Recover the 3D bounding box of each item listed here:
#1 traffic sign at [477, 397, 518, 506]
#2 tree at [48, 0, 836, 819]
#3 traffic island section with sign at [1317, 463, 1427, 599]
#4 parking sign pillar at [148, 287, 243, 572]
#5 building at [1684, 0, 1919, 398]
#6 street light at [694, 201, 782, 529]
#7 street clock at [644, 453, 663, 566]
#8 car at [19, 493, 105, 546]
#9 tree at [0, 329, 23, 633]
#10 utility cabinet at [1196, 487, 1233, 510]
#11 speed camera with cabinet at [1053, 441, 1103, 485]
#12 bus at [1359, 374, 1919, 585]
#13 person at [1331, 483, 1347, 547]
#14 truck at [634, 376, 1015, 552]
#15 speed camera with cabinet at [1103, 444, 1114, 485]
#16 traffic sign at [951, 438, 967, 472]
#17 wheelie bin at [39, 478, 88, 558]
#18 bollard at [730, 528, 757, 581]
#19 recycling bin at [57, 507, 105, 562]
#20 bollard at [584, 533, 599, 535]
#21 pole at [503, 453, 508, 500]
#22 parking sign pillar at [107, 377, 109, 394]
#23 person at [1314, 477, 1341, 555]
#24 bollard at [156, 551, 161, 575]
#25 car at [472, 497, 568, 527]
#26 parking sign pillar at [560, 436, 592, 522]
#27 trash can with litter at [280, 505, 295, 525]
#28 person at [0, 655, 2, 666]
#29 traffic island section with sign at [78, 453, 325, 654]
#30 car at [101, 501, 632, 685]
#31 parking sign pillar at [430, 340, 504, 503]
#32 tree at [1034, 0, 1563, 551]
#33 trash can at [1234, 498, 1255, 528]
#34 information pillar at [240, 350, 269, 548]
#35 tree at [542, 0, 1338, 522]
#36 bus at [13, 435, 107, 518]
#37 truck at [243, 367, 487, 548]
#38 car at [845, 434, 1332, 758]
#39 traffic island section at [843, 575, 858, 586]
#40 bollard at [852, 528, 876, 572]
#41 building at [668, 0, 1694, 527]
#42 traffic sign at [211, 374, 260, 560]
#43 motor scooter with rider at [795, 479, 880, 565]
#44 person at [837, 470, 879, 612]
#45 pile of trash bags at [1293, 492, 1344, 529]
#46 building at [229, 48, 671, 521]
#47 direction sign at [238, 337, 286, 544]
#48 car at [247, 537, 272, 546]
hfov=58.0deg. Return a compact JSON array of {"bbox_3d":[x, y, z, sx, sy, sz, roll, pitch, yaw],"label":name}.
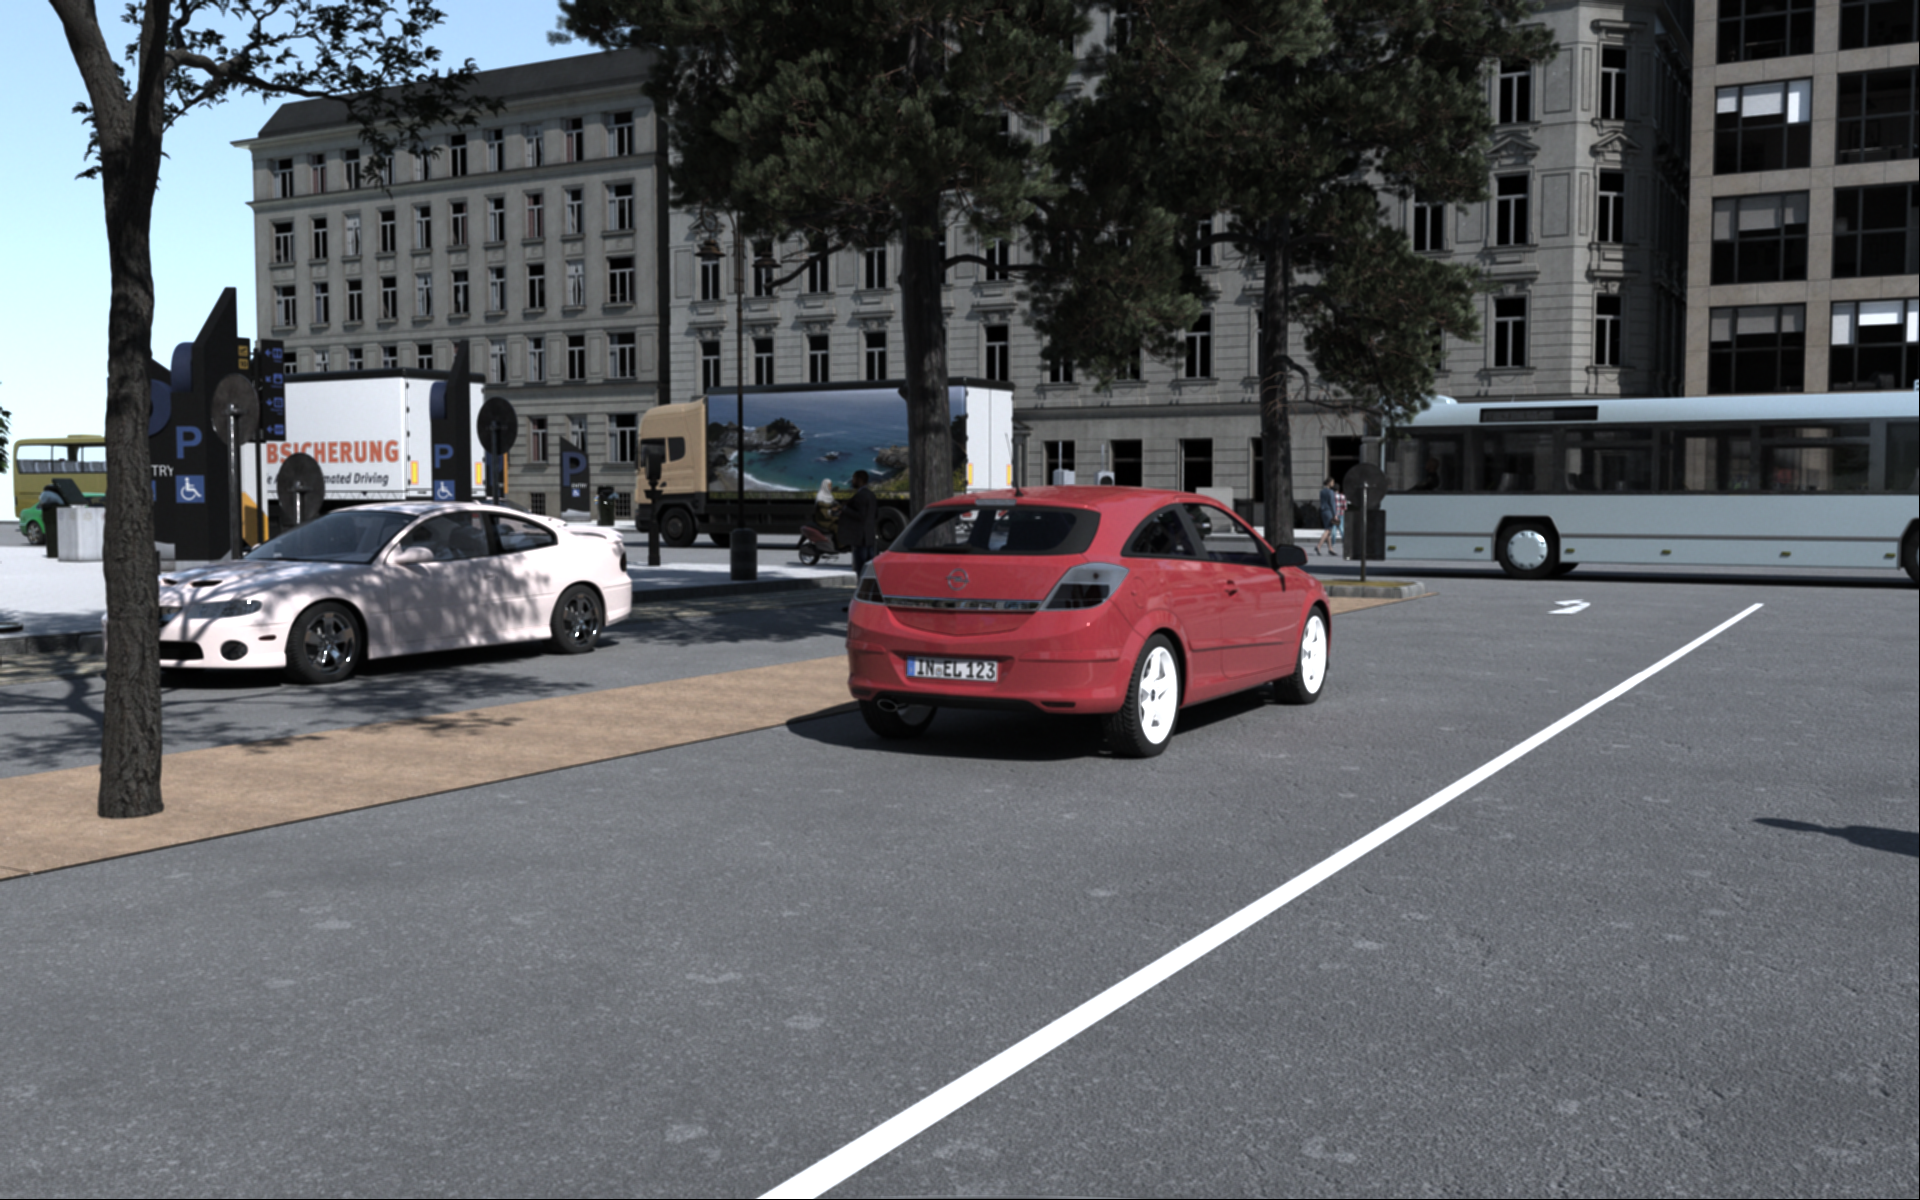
[{"bbox_3d":[-6.085,-1.382,22.702,0.768,2.556,0.104,2,4,33],"label":"traffic sign"},{"bbox_3d":[-3.516,-4.333,7.707,8.767,10.594,7.601,2,4,29],"label":"tree"},{"bbox_3d":[5.603,-1.018,24.777,2.006,1.907,1.989,2,4,29],"label":"traffic island section with sign"},{"bbox_3d":[-9.564,-2.050,21.995,1.447,3.967,1.447,0,4,-5],"label":"parking sign pillar"},{"bbox_3d":[44.432,-15.567,59.036,34.151,26.468,19.350,2,4,29],"label":"building"},{"bbox_3d":[-3.346,-3.276,26.352,0.468,5.910,1.993,2,4,29],"label":"street light"},{"bbox_3d":[-5.464,-1.610,30.892,0.358,2.002,0.471,-1,4,-18],"label":"street clock"},{"bbox_3d":[-24.160,-2.413,48.252,4.718,1.807,1.959,2,4,29],"label":"car"},{"bbox_3d":[-9.318,-1.319,16.171,1.663,3.219,1.824,0,3,0],"label":"tree"},{"bbox_3d":[8.431,-2.982,57.439,1.173,1.500,0.318,1,4,20],"label":"utility cabinet"},{"bbox_3d":[4.320,-4.303,64.687,0.660,3.252,2.038,-3,4,-36],"label":"speed camera with cabinet"},{"bbox_3d":[12.448,-2.046,28.310,13.247,3.499,2.948,2,4,30],"label":"bus"},{"bbox_3d":[10.211,-2.299,46.931,0.563,1.720,0.643,0,4,-2],"label":"person"},{"bbox_3d":[-4.056,-3.442,45.186,11.283,4.237,2.839,2,4,31],"label":"truck"},{"bbox_3d":[5.054,-4.538,68.533,2.038,3.252,0.660,-1,4,-15],"label":"speed camera with cabinet"},{"bbox_3d":[-0.243,-1.473,27.734,0.795,2.450,0.064,2,4,29],"label":"traffic sign"},{"bbox_3d":[-18.102,-1.653,34.940,0.693,1.594,0.980,0,4,6],"label":"wheelie bin"},{"bbox_3d":[-3.227,-0.680,25.833,0.404,0.777,0.398,0,3,0],"label":"bollard"},{"bbox_3d":[-16.666,-1.251,33.004,0.722,1.027,0.722,2,4,31],"label":"recycling bin"},{"bbox_3d":[-4.863,-0.503,22.939,0.404,0.777,0.398,0,3,0],"label":"bollard"},{"bbox_3d":[-19.817,-4.998,75.553,0.158,3.312,0.155,0,3,0],"label":"pole"},{"bbox_3d":[-13.519,-2.474,28.920,1.447,3.967,1.447,0,4,2],"label":"parking sign pillar"},{"bbox_3d":[8.562,-1.955,40.492,0.654,1.822,0.581,-1,4,-10],"label":"person"},{"bbox_3d":[-8.134,-0.150,17.164,0.404,0.777,0.398,0,3,0],"label":"bollard"},{"bbox_3d":[-12.525,-2.053,45.921,4.827,1.381,2.083,2,4,29],"label":"car"},{"bbox_3d":[-17.762,-5.592,79.902,1.447,3.967,1.447,-1,4,-21],"label":"parking sign pillar"},{"bbox_3d":[-12.847,-1.308,32.452,2.233,1.210,1.678,-1,4,-16],"label":"trash can with litter"},{"bbox_3d":[-8.066,-0.290,14.045,0.445,1.727,0.742,-3,4,-37],"label":"person"},{"bbox_3d":[-6.585,-0.445,15.899,1.989,1.847,2.006,2,4,29],"label":"traffic island section with sign"},{"bbox_3d":[-4.834,-0.146,14.757,2.083,1.381,4.827,2,4,29],"label":"car"},{"bbox_3d":[-8.716,-2.521,29.686,1.447,3.967,1.447,0,4,-5],"label":"parking sign pillar"},{"bbox_3d":[4.097,-5.980,22.284,6.751,12.117,7.091,0,3,0],"label":"tree"},{"bbox_3d":[9.179,-2.709,55.948,0.748,1.137,0.748,0,3,0],"label":"trash can"},{"bbox_3d":[-11.422,-2.244,28.039,0.183,3.616,0.504,2,4,24],"label":"information pillar"},{"bbox_3d":[-0.277,-6.486,15.930,7.806,13.903,7.818,0,3,0],"label":"tree"},{"bbox_3d":[-30.311,-4.460,64.472,12.252,3.916,2.896,2,4,29],"label":"bus"},{"bbox_3d":[-16.412,-3.258,42.184,11.283,4.237,2.839,2,4,31],"label":"truck"},{"bbox_3d":[1.026,-0.126,11.094,2.155,1.783,4.494,2,4,29],"label":"car"},{"bbox_3d":[-0.267,-0.338,27.808,2.009,0.180,2.903,2,4,29],"label":"traffic island section"},{"bbox_3d":[-1.592,-0.857,28.722,0.404,0.777,0.398,0,3,0],"label":"bollard"},{"bbox_3d":[8.904,-18.404,77.323,44.131,29.872,17.030,2,4,29],"label":"building"},{"bbox_3d":[-7.707,-1.118,18.380,0.768,2.556,0.104,2,4,30],"label":"traffic sign"},{"bbox_3d":[-2.465,-1.555,34.388,1.986,1.779,0.876,2,4,30],"label":"motor scooter with rider"},{"bbox_3d":[-1.243,-0.726,21.193,0.431,1.722,0.655,1,4,23],"label":"person"},{"bbox_3d":[13.238,-3.278,63.351,1.912,1.369,3.447,-2,4,-29],"label":"pile of trash bags"},{"bbox_3d":[-23.320,-16.061,95.877,30.059,22.955,16.112,2,4,29],"label":"building"},{"bbox_3d":[-10.252,-2.037,25.308,0.379,3.537,0.876,3,4,37],"label":"direction sign"},{"bbox_3d":[-18.031,-2.180,48.005,4.827,1.381,2.083,2,4,30],"label":"car"}]
